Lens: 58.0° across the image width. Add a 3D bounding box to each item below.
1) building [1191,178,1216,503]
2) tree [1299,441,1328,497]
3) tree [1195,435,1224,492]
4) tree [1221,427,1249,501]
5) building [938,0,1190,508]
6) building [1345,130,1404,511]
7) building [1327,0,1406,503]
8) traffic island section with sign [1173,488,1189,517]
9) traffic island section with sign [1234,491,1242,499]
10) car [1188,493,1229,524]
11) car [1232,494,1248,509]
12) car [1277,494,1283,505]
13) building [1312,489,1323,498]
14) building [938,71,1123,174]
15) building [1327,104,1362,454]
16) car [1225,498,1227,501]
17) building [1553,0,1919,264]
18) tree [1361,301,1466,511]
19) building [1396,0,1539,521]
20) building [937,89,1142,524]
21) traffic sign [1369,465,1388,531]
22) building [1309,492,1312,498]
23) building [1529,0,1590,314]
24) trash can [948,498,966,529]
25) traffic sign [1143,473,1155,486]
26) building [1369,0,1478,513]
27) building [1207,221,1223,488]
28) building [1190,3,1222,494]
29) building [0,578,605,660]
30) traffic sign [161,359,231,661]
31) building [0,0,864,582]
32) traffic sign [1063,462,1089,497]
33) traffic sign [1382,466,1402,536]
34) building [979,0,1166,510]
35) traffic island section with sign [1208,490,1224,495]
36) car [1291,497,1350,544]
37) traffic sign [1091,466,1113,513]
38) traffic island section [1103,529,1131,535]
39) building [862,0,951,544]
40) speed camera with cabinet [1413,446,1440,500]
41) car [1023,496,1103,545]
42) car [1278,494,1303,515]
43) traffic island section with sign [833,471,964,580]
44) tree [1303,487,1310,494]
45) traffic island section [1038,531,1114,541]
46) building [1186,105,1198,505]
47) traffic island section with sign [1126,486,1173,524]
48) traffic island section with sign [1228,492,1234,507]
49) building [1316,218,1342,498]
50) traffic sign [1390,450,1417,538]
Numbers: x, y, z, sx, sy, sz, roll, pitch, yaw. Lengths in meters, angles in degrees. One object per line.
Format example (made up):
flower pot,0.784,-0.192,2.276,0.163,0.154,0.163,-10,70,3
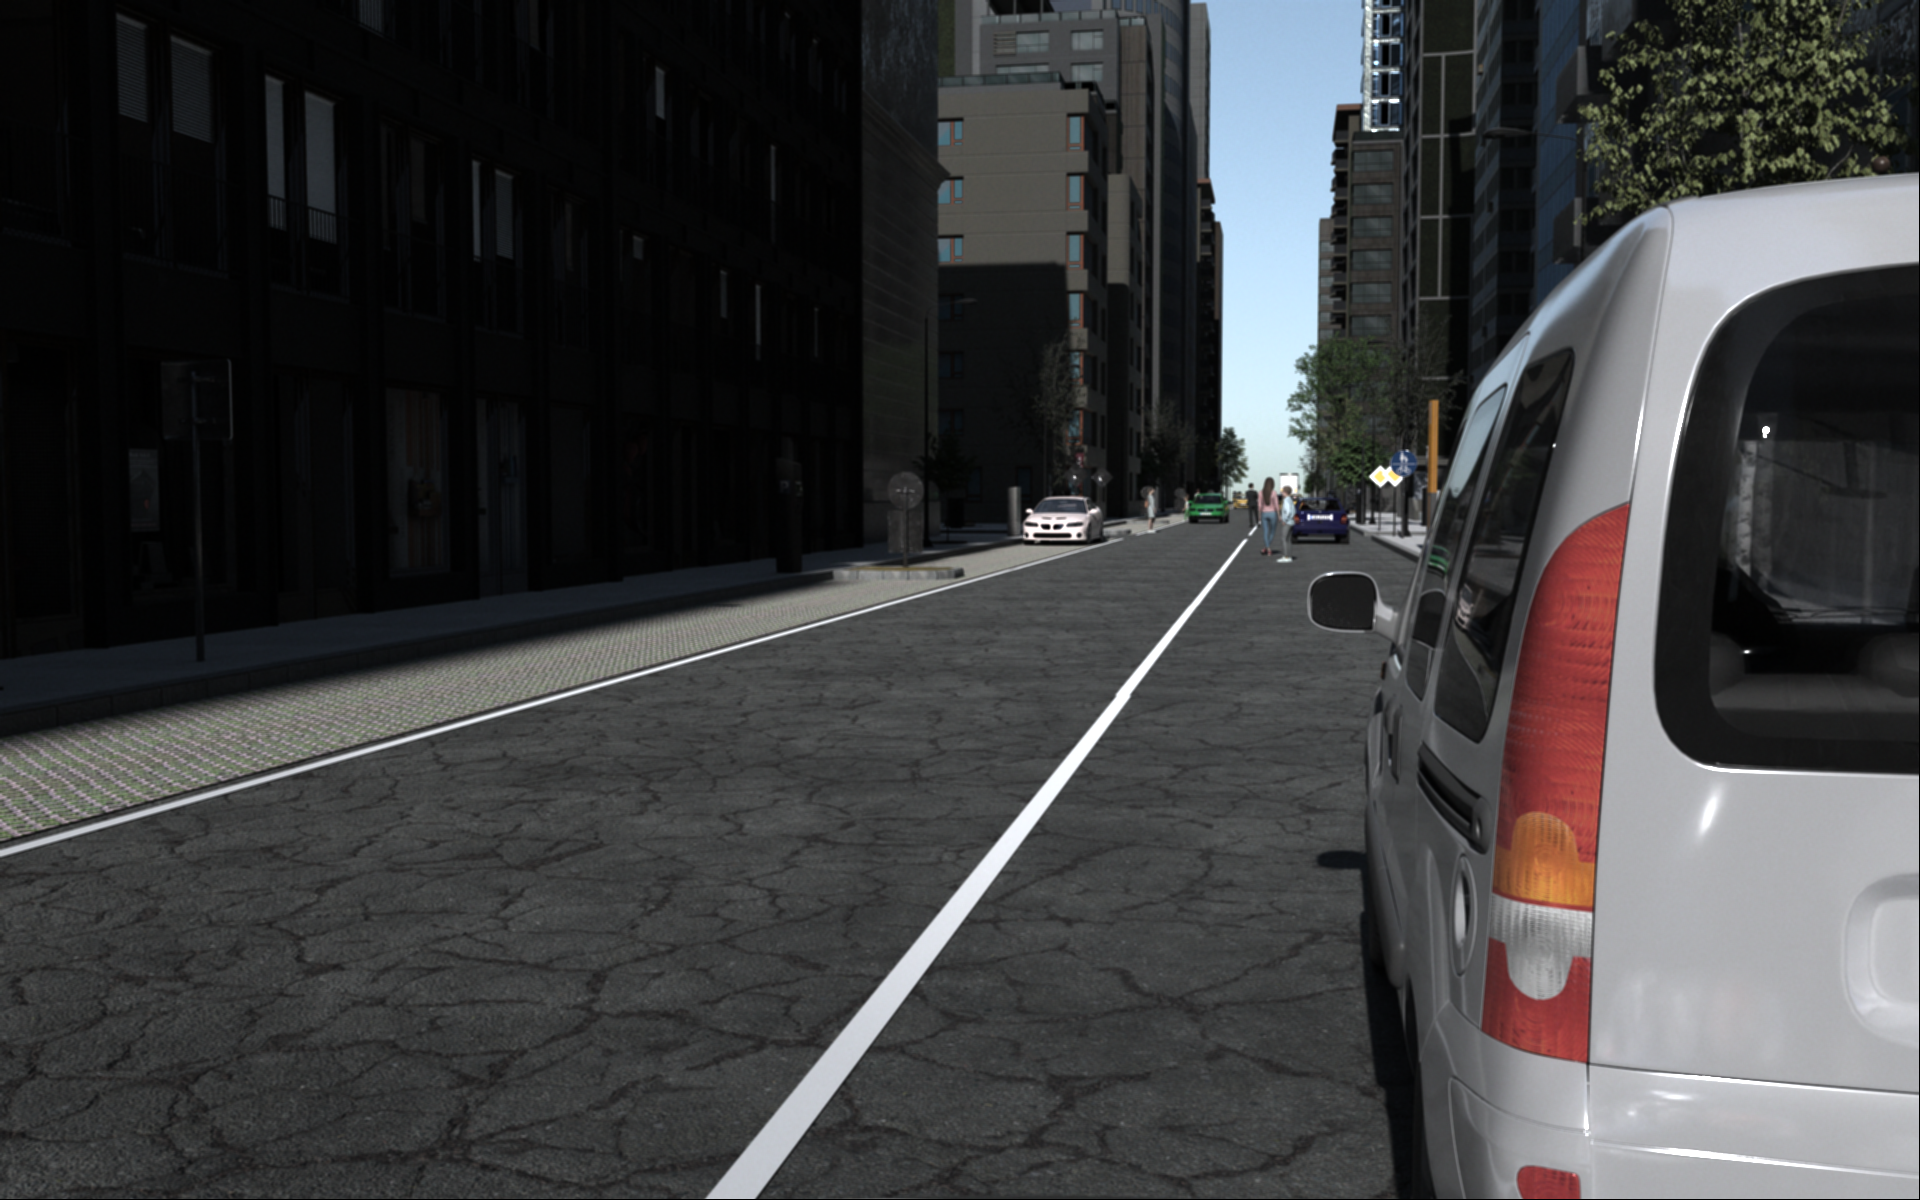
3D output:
building,23.226,-35.550,235.874,22.147,44.769,28.867,1,4,10
tree,44.934,-16.432,219.018,4.360,8.622,3.978,0,3,0
tree,29.862,-15.911,210.508,4.737,8.622,4.395,0,3,0
tree,45.189,-22.928,292.994,7.486,12.596,7.792,0,3,0
building,10.490,-38.109,165.089,21.231,58.520,28.212,1,4,10
building,38.417,-22.513,139.782,14.160,30.474,14.107,1,4,10
building,46.171,-51.799,159.589,22.319,86.520,31.000,1,4,10
traffic island section with sign,14.103,-6.247,110.770,1.989,1.847,2.006,1,4,10
traffic island section with sign,38.353,-14.224,241.181,1.989,1.847,2.006,1,4,10
car,12.339,-4.710,85.807,1.959,1.807,4.718,1,4,12
car,27.010,-9.486,165.327,2.015,1.641,3.980,1,4,9
car,26.955,-8.198,143.823,2.009,1.686,4.222,1,4,11
building,65.338,-33.299,236.322,32.217,40.220,23.993,1,4,10
building,3.817,-21.469,122.723,14.160,30.474,14.107,1,4,10
building,52.142,-32.803,190.953,22.147,44.769,28.867,1,4,10
car,24.374,-9.482,164.813,2.009,1.686,4.222,1,4,11
building,24.386,-25.268,32.742,23.786,49.044,30.456,1,4,10
tree,17.373,-7.139,67.078,4.360,8.622,3.978,0,3,0
building,39.135,-24.136,86.512,32.217,40.220,23.993,1,4,10
building,-5.483,-15.034,90.852,27.650,21.520,28.899,1,4,10
traffic sign,14.612,-3.463,60.263,0.795,2.450,0.064,1,4,10
building,72.250,-35.692,275.437,32.217,40.220,23.993,1,4,10
building,29.824,-25.355,64.666,14.200,45.320,14.600,1,4,10
trash can,-0.149,-3.234,64.537,0.748,1.137,0.748,0,3,0
traffic sign,11.580,-6.492,106.257,0.768,2.556,0.104,1,4,19
building,39.684,-41.663,119.441,20.563,71.187,20.611,1,4,10
building,34.670,-38.339,276.955,14.600,45.320,14.200,1,4,10
building,28.967,-50.233,259.553,20.563,71.187,20.611,1,4,10
building,-12.438,-11.524,18.095,12.332,23.373,15.834,1,4,10
traffic sign,-5.823,-0.678,13.217,0.606,2.300,0.079,1,4,15
building,-9.802,-12.509,34.208,12.332,23.373,15.834,1,4,10
traffic sign,3.625,-3.092,54.197,0.795,2.450,0.064,1,4,10
traffic sign,13.153,-2.983,52.412,0.795,2.450,0.064,1,4,10
building,9.502,-28.180,144.329,14.154,41.232,14.086,1,4,10
traffic island section with sign,23.245,-9.252,159.898,1.989,1.847,2.006,1,4,10
car,10.524,-2.354,51.066,1.945,1.354,3.894,1,4,9
traffic sign,5.084,-3.572,62.048,0.795,2.450,0.064,1,4,10
traffic island section,5.060,-2.436,62.115,2.009,0.180,2.903,1,4,10
building,-13.552,-15.442,49.745,25.104,27.353,12.463,1,4,10
speed camera with cabinet,19.727,-4.724,71.576,2.038,3.252,0.660,-2,4,-24
car,3.005,-2.285,49.728,2.083,1.381,4.827,1,4,12
car,22.412,-6.512,116.702,2.015,1.641,3.980,1,4,9
traffic island section with sign,-0.991,-1.284,29.620,1.989,1.847,2.006,1,4,10
tree,53.063,-16.487,264.167,1.663,3.219,1.824,0,3,0
traffic island section,3.600,-1.956,54.263,2.009,0.180,2.903,1,4,10
building,19.999,-33.645,200.202,14.600,45.320,14.200,1,4,10
traffic island section with sign,9.134,-4.612,84.039,1.989,1.847,2.006,1,4,10
traffic island section with sign,28.223,-10.889,186.666,1.989,1.847,2.006,1,4,10
building,60.153,-35.065,256.901,14.154,41.232,14.086,1,4,10
traffic sign,12.858,-3.066,50.228,0.768,2.556,0.104,1,4,17
